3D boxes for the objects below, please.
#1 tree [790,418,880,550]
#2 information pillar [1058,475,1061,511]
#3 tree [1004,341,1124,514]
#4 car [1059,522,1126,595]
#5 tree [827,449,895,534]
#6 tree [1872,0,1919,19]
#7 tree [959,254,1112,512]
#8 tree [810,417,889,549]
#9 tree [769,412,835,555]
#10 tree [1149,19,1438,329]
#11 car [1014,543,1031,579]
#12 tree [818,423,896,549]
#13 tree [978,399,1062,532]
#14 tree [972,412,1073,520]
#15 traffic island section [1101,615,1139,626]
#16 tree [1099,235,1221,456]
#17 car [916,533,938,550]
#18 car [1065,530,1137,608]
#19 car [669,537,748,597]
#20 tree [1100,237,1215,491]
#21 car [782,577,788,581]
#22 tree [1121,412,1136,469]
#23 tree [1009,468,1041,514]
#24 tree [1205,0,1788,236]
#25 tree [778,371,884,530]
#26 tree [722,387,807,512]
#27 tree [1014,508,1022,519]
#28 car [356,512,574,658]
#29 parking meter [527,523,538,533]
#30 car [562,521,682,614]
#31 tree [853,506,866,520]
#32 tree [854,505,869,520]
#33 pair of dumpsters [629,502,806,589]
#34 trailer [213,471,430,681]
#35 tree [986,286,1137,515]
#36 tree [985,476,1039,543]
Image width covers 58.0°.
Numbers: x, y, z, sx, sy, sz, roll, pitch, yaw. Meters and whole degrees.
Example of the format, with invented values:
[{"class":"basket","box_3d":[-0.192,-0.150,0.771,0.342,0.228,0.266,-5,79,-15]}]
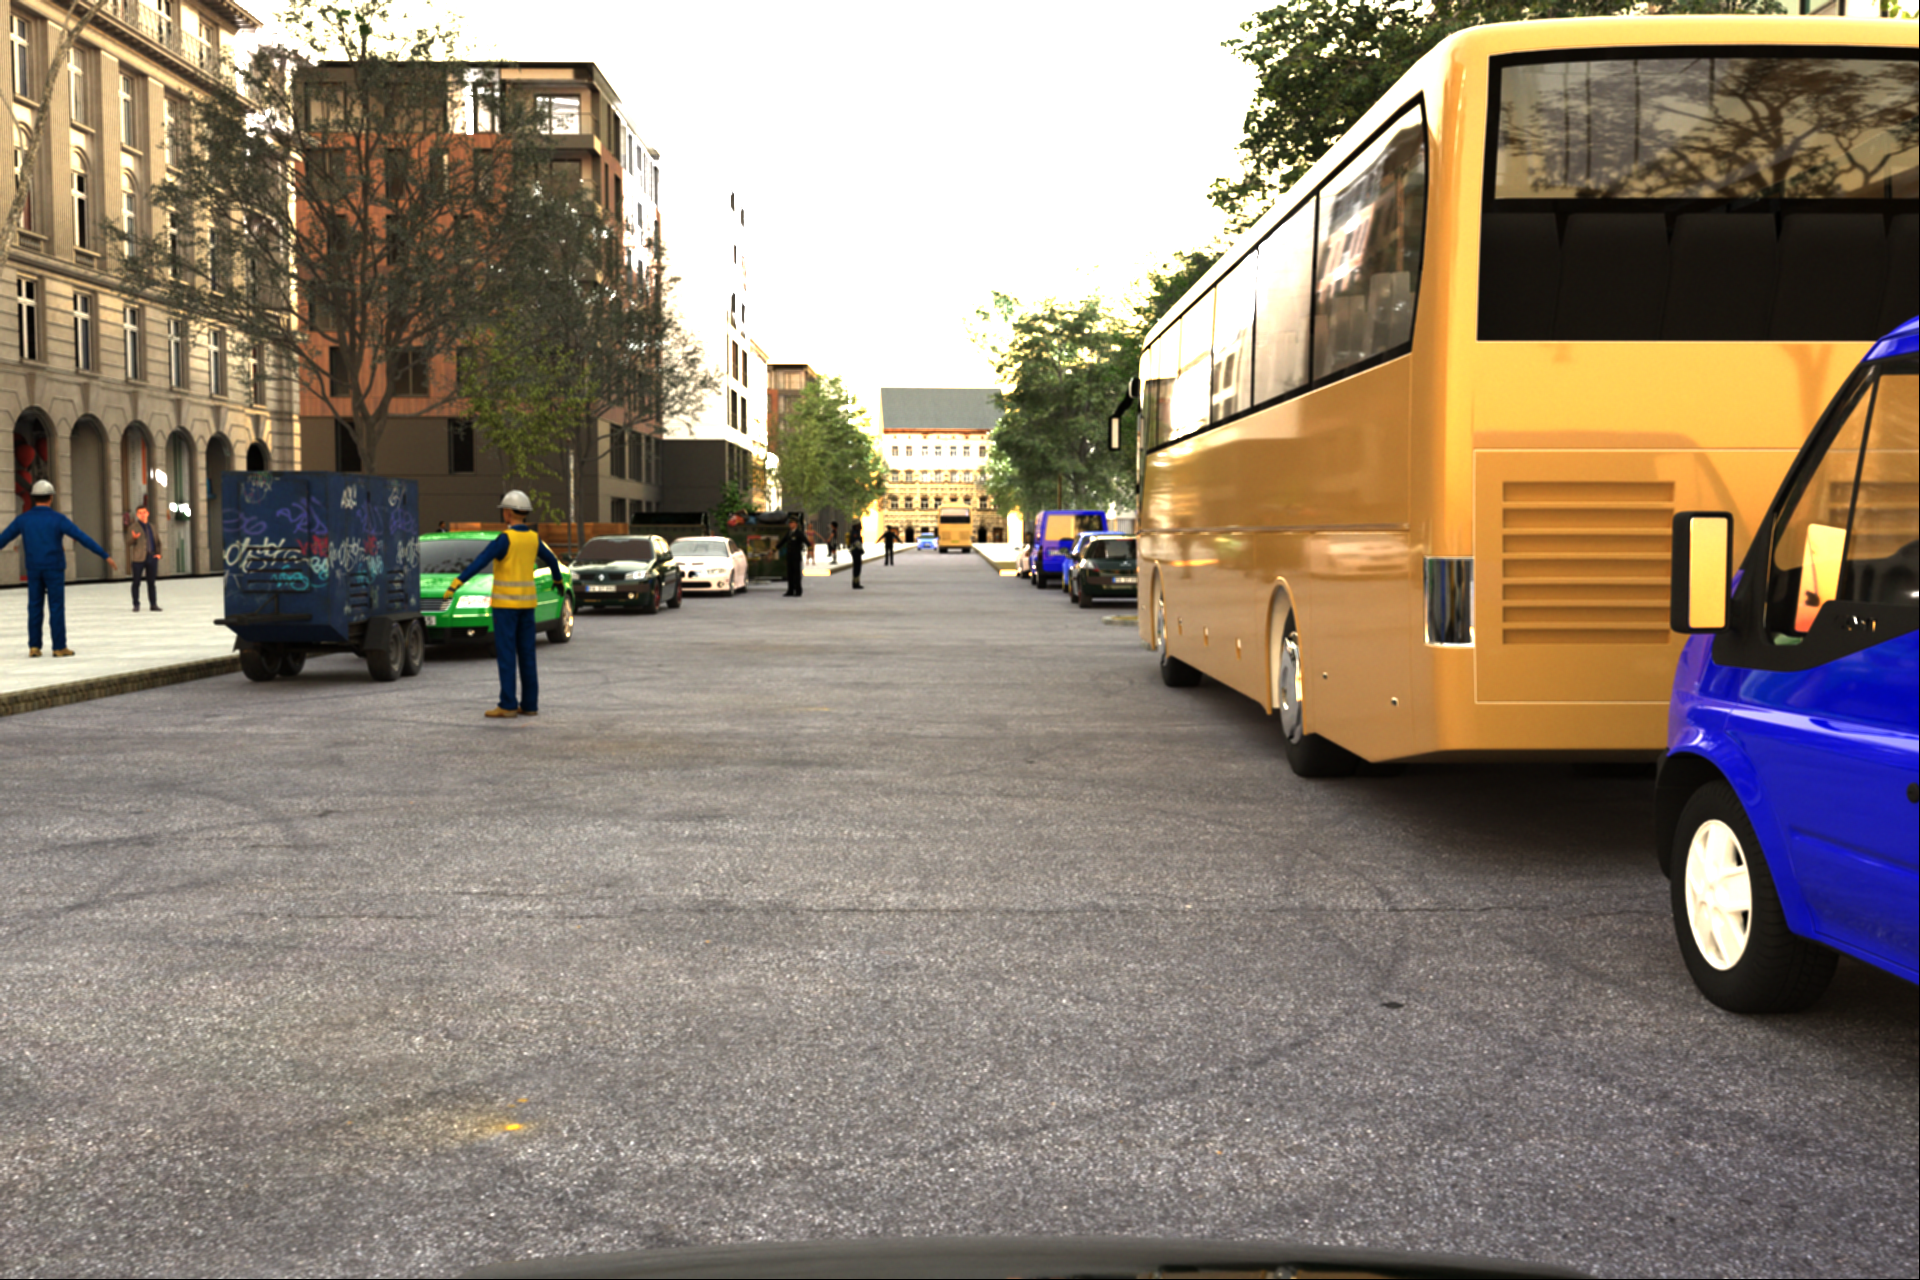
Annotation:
[{"class":"tree","box_3d":[-9.870,-12.348,136.300,7.601,10.594,8.767,0,4,-4]},{"class":"information pillar","box_3d":[3.966,-4.746,68.953,0.183,3.616,0.504,0,4,0]},{"class":"tree","box_3d":[5.930,-11.266,102.327,7.486,12.596,7.792,0,3,0]},{"class":"car","box_3d":[3.357,-1.942,41.344,1.945,1.707,3.694,0,4,0]},{"class":"tree","box_3d":[-9.796,-14.061,164.313,7.601,10.594,8.767,-1,4,-16]},{"class":"tree","box_3d":[8.904,-3.859,13.452,4.737,8.622,4.395,0,3,0]},{"class":"tree","box_3d":[6.976,-15.954,116.734,12.611,20.169,13.585,0,3,0]},{"class":"tree","box_3d":[-9.951,-13.939,153.658,9.928,11.665,9.643,0,3,0]},{"class":"tree","box_3d":[-9.473,-9.435,104.629,4.737,8.622,4.395,0,3,0]},{"class":"tree","box_3d":[9.594,-7.972,40.715,12.009,13.543,11.850,0,3,0]},{"class":"car","box_3d":[2.850,-2.736,57.095,2.083,1.381,4.827,0,4,-1]},{"class":"tree","box_3d":[-9.759,-12.913,145.545,8.767,10.594,7.601,-1,4,-10]},{"class":"tree","box_3d":[5.169,-13.628,140.951,7.486,12.596,7.792,0,3,0]},{"class":"tree","box_3d":[6.497,-14.884,153.719,12.009,13.543,11.850,0,3,0]},{"class":"traffic island section","box_3d":[3.294,-0.303,27.828,1.991,0.108,1.994,0,4,0]},{"class":"tree","box_3d":[8.646,-8.193,59.705,9.928,11.665,9.643,0,3,0]},{"class":"car","box_3d":[-2.882,-8.773,153.027,1.945,1.707,3.694,0,3,0]},{"class":"car","box_3d":[3.158,-1.537,34.915,2.009,1.686,4.222,0,4,0]},{"class":"car","box_3d":[-6.120,-1.753,41.021,2.083,1.381,4.827,0,4,0]},{"class":"tree","box_3d":[11.011,-10.339,75.698,9.857,13.997,8.962,0,3,0]},{"class":"car","box_3d":[-6.037,-2.771,54.104,1.959,1.807,4.718,0,3,0]},{"class":"tree","box_3d":[8.439,-7.159,67.415,4.737,8.622,4.395,0,3,0]},{"class":"tree","box_3d":[6.270,-10.855,127.837,4.360,8.622,3.978,0,3,0]},{"class":"tree","box_3d":[8.785,-7.470,28.782,9.857,13.997,8.962,0,3,0]},{"class":"tree","box_3d":[-9.340,-12.394,120.765,7.486,12.596,7.792,0,3,0]},{"class":"tree","box_3d":[-9.176,-8.318,86.359,4.360,8.622,3.978,0,3,0]},{"class":"tree","box_3d":[11.053,-19.411,251.787,7.601,10.594,8.767,0,4,2]},{"class":"car","box_3d":[-6.054,-0.774,21.455,1.959,1.807,4.718,0,4,0]},{"class":"parking meter","box_3d":[-9.984,-1.947,40.240,0.372,1.533,0.369,0,3,0]},{"class":"car","box_3d":[-6.277,-1.373,32.237,2.009,1.686,4.222,0,4,0]},{"class":"tree","box_3d":[-14.513,-18.574,254.052,4.360,8.622,3.978,0,3,0]},{"class":"tree","box_3d":[-14.543,-18.841,258.411,4.360,8.622,3.978,0,3,0]},{"class":"pair of dumpsters","box_3d":[-6.193,-2.409,44.336,4.436,2.255,1.574,0,4,0]},{"class":"trailer","box_3d":[-6.198,-0.574,16.431,1.471,1.999,3.904,0,3,0]},{"class":"tree","box_3d":[6.027,-11.110,88.298,9.857,13.997,8.962,0,3,0]},{"class":"tree","box_3d":[6.274,-15.264,167.686,7.486,12.596,7.792,0,3,0]}]
